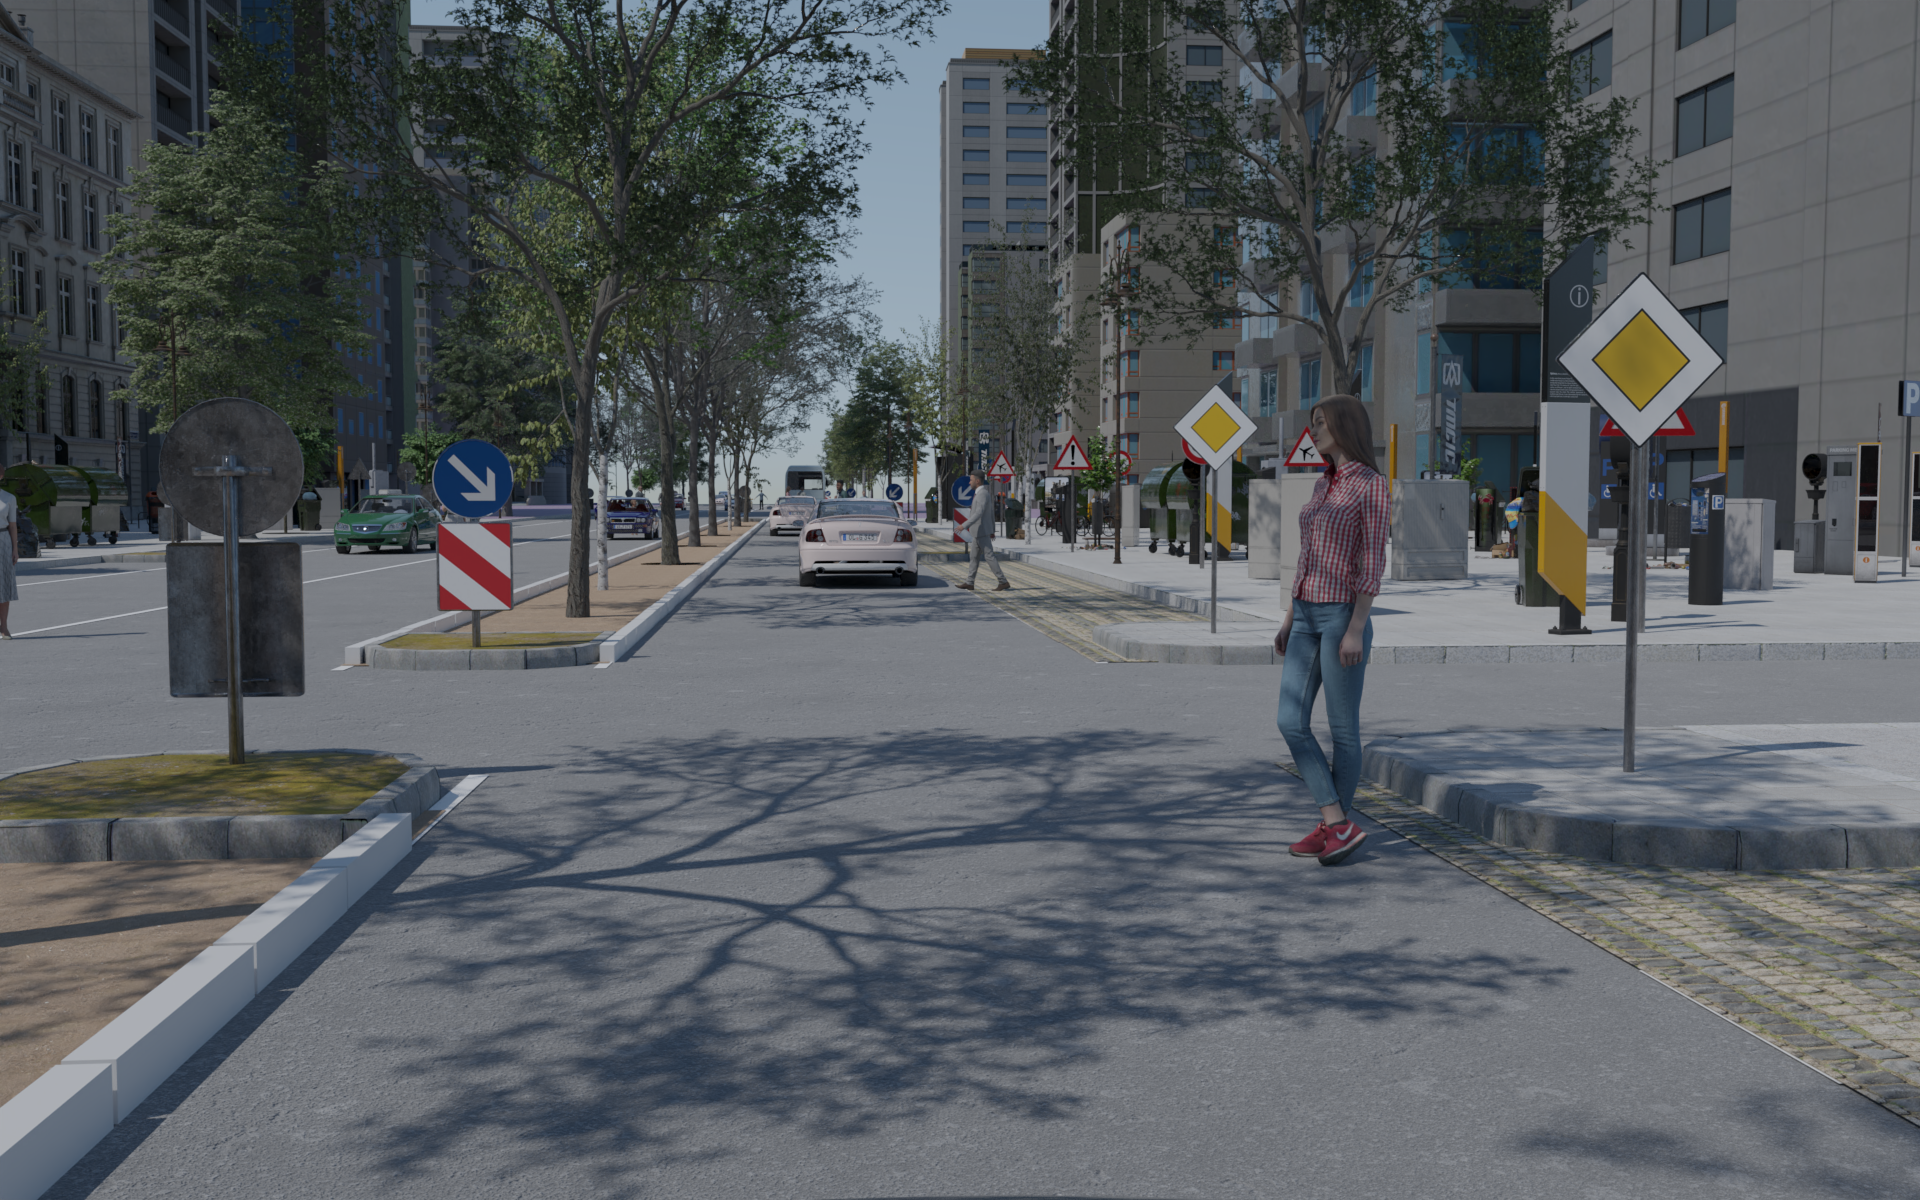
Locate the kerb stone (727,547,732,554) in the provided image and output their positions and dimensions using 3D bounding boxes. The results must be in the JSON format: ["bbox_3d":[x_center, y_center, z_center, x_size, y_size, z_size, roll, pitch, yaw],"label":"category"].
[{"bbox_3d":[-5.357,-1.067,39.686,0.120,0.150,1.000,0,4,-5],"label":"kerb stone"}]

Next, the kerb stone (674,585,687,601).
[{"bbox_3d":[-3.813,-0.072,23.368,0.120,0.150,1.000,0,4,-5],"label":"kerb stone"}]

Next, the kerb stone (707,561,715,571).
[{"bbox_3d":[-4.586,-0.571,31.524,0.120,0.150,1.000,0,4,-5],"label":"kerb stone"}]

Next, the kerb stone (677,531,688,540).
[{"bbox_3d":[-9.099,-2.120,56.855,0.120,0.150,1.000,0,4,-5],"label":"kerb stone"}]

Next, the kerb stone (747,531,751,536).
[{"bbox_3d":[-6.907,-2.067,55.993,0.120,0.150,1.000,0,4,-5],"label":"kerb stone"}]

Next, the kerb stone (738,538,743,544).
[{"bbox_3d":[-6.128,-1.564,47.845,0.120,0.150,1.000,0,4,-5],"label":"kerb stone"}]

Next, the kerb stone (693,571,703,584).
[{"bbox_3d":[-4.202,-0.321,27.443,0.120,0.150,1.000,0,4,-5],"label":"kerb stone"}]

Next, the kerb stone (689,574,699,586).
[{"bbox_3d":[-4.106,-0.259,26.425,0.120,0.150,1.000,0,4,-5],"label":"kerb stone"}]

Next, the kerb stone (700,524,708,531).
[{"bbox_3d":[-10.345,-2.930,70.104,0.120,0.150,1.000,0,4,-5],"label":"kerb stone"}]

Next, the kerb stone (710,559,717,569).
[{"bbox_3d":[-4.689,-0.633,32.541,0.120,0.150,1.000,0,4,-5],"label":"kerb stone"}]

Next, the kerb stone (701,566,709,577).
[{"bbox_3d":[-4.395,-0.444,29.478,0.120,0.150,1.000,0,4,-5],"label":"kerb stone"}]

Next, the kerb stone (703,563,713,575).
[{"bbox_3d":[-4.485,-0.505,30.496,0.120,0.150,1.000,0,4,-5],"label":"kerb stone"}]

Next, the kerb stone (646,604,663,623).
[{"bbox_3d":[-3.433,0.177,19.294,0.120,0.150,1.000,0,4,-5],"label":"kerb stone"}]

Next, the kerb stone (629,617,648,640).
[{"bbox_3d":[-3.234,0.304,17.249,0.120,0.150,1.000,0,4,-5],"label":"kerb stone"}]

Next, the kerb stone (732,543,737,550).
[{"bbox_3d":[-5.651,-1.257,42.753,0.120,0.150,1.000,0,4,-5],"label":"kerb stone"}]

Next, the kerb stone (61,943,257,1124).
[{"bbox_3d":[-2.021,1.087,4.426,0.120,0.150,1.000,0,4,-5],"label":"kerb stone"}]

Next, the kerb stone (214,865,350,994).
[{"bbox_3d":[-2.119,1.024,5.449,0.120,0.150,1.000,0,4,-5],"label":"kerb stone"}]

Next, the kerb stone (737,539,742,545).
[{"bbox_3d":[-6.030,-1.506,46.823,0.120,0.150,1.000,0,4,-5],"label":"kerb stone"}]

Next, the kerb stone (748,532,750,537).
[{"bbox_3d":[-6.811,-2.005,54.974,0.120,0.150,1.000,0,4,-5],"label":"kerb stone"}]

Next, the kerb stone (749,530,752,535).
[{"bbox_3d":[-6.998,-2.128,57.019,0.120,0.150,1.000,0,4,-5],"label":"kerb stone"}]

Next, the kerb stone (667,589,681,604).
[{"bbox_3d":[-3.724,-0.009,22.350,0.120,0.150,1.000,0,4,-5],"label":"kerb stone"}]

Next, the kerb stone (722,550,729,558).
[{"bbox_3d":[-5.167,-0.935,37.651,0.120,0.150,1.000,0,4,-5],"label":"kerb stone"}]

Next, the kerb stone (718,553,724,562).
[{"bbox_3d":[-4.978,-0.821,35.615,0.120,0.150,1.000,0,4,-5],"label":"kerb stone"}]

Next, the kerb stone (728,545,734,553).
[{"bbox_3d":[-5.453,-1.133,40.713,0.120,0.150,1.000,0,4,-5],"label":"kerb stone"}]

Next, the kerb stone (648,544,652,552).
[{"bbox_3d":[-7.732,-1.242,42.564,0.120,0.150,1.000,0,4,-5],"label":"kerb stone"}]

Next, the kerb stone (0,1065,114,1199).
[{"bbox_3d":[-1.924,1.150,3.404,0.120,0.150,1.000,0,4,-5],"label":"kerb stone"}]

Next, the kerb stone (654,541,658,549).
[{"bbox_3d":[-7.933,-1.368,44.605,0.120,0.150,1.000,0,4,-5],"label":"kerb stone"}]

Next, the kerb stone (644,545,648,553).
[{"bbox_3d":[-7.645,-1.178,41.533,0.120,0.150,1.000,0,4,-5],"label":"kerb stone"}]

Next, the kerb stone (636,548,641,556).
[{"bbox_3d":[-7.450,-1.058,39.495,0.120,0.150,1.000,0,4,-5],"label":"kerb stone"}]

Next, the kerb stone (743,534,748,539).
[{"bbox_3d":[-6.515,-1.818,51.921,0.120,0.150,1.000,0,4,-5],"label":"kerb stone"}]

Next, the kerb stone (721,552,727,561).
[{"bbox_3d":[-5.066,-0.879,36.634,0.120,0.150,1.000,0,4,-5],"label":"kerb stone"}]

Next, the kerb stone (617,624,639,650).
[{"bbox_3d":[-3.139,0.365,16.228,0.120,0.150,1.000,0,4,-5],"label":"kerb stone"}]

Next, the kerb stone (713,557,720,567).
[{"bbox_3d":[-4.781,-0.688,33.569,0.120,0.150,1.000,0,4,-5],"label":"kerb stone"}]

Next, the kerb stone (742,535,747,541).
[{"bbox_3d":[-6.422,-1.756,50.904,0.120,0.150,1.000,0,4,-5],"label":"kerb stone"}]

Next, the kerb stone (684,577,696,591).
[{"bbox_3d":[-4.004,-0.196,25.403,0.120,0.150,1.000,0,4,-5],"label":"kerb stone"}]

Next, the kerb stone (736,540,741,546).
[{"bbox_3d":[-5.936,-1.443,45.806,0.120,0.150,1.000,0,4,-5],"label":"kerb stone"}]

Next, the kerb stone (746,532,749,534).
[{"bbox_3d":[-6.713,-1.943,53.957,0.120,0.150,1.000,0,4,-5],"label":"kerb stone"}]

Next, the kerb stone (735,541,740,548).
[{"bbox_3d":[-5.835,-1.382,44.789,0.120,0.150,1.000,0,4,-5],"label":"kerb stone"}]

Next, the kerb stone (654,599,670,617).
[{"bbox_3d":[-3.527,0.119,20.312,0.120,0.150,1.000,0,4,-5],"label":"kerb stone"}]

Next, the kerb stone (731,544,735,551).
[{"bbox_3d":[-5.553,-1.195,41.730,0.120,0.150,1.000,0,4,-5],"label":"kerb stone"}]

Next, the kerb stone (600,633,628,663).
[{"bbox_3d":[-3.044,0.428,15.202,0.120,0.150,1.000,0,4,-5],"label":"kerb stone"}]

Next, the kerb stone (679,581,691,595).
[{"bbox_3d":[-3.909,-0.134,24.385,0.120,0.150,1.000,0,4,-5],"label":"kerb stone"}]

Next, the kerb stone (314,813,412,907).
[{"bbox_3d":[-2.219,0.962,6.466,0.120,0.150,1.000,0,4,-5],"label":"kerb stone"}]

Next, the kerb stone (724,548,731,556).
[{"bbox_3d":[-5.256,-1.005,38.669,0.120,0.150,1.000,0,4,-5],"label":"kerb stone"}]

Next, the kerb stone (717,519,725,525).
[{"bbox_3d":[-11.793,-3.865,85.393,0.120,0.150,1.000,0,4,-5],"label":"kerb stone"}]

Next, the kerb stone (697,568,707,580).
[{"bbox_3d":[-4.292,-0.383,28.461,0.120,0.150,1.000,0,4,-5],"label":"kerb stone"}]

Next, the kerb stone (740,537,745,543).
[{"bbox_3d":[-6.222,-1.628,48.866,0.120,0.150,1.000,0,4,-5],"label":"kerb stone"}]

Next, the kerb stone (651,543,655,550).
[{"bbox_3d":[-7.831,-1.306,43.581,0.120,0.150,1.000,0,4,-5],"label":"kerb stone"}]

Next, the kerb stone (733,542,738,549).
[{"bbox_3d":[-5.750,-1.320,43.770,0.120,0.150,1.000,0,4,-5],"label":"kerb stone"}]

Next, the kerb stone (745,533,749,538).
[{"bbox_3d":[-6.612,-1.876,52.940,0.120,0.150,1.000,0,4,-5],"label":"kerb stone"}]

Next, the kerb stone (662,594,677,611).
[{"bbox_3d":[-3.616,0.057,21.334,0.120,0.150,1.000,0,4,-5],"label":"kerb stone"}]

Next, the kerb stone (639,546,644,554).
[{"bbox_3d":[-7.547,-1.120,40.515,0.120,0.150,1.000,0,4,-5],"label":"kerb stone"}]

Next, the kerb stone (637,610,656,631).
[{"bbox_3d":[-3.331,0.240,18.270,0.120,0.150,1.000,0,4,-5],"label":"kerb stone"}]

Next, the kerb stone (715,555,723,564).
[{"bbox_3d":[-4.871,-0.758,34.588,0.120,0.150,1.000,0,4,-5],"label":"kerb stone"}]

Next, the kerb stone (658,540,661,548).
[{"bbox_3d":[-8.040,-1.430,45.622,0.120,0.150,1.000,0,4,-5],"label":"kerb stone"}]
